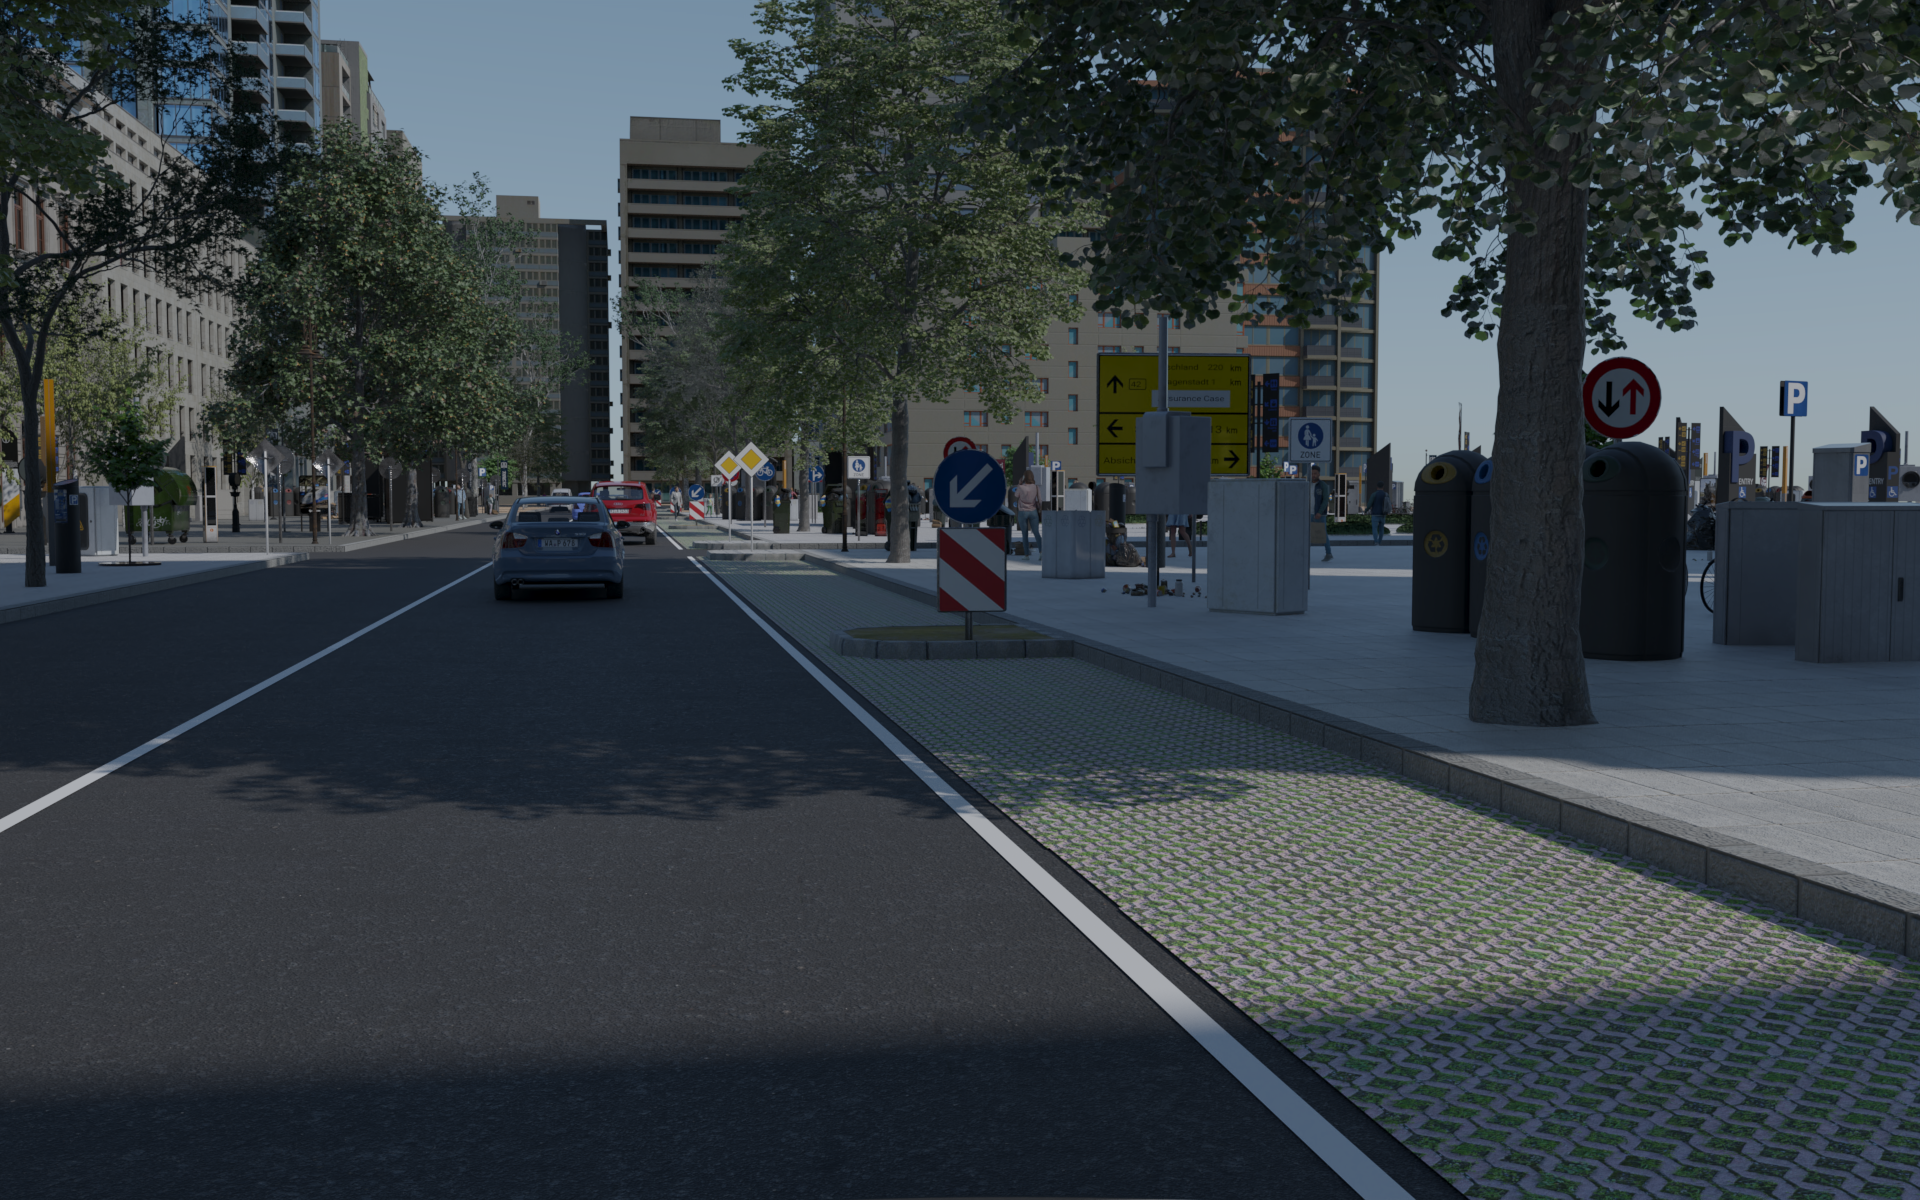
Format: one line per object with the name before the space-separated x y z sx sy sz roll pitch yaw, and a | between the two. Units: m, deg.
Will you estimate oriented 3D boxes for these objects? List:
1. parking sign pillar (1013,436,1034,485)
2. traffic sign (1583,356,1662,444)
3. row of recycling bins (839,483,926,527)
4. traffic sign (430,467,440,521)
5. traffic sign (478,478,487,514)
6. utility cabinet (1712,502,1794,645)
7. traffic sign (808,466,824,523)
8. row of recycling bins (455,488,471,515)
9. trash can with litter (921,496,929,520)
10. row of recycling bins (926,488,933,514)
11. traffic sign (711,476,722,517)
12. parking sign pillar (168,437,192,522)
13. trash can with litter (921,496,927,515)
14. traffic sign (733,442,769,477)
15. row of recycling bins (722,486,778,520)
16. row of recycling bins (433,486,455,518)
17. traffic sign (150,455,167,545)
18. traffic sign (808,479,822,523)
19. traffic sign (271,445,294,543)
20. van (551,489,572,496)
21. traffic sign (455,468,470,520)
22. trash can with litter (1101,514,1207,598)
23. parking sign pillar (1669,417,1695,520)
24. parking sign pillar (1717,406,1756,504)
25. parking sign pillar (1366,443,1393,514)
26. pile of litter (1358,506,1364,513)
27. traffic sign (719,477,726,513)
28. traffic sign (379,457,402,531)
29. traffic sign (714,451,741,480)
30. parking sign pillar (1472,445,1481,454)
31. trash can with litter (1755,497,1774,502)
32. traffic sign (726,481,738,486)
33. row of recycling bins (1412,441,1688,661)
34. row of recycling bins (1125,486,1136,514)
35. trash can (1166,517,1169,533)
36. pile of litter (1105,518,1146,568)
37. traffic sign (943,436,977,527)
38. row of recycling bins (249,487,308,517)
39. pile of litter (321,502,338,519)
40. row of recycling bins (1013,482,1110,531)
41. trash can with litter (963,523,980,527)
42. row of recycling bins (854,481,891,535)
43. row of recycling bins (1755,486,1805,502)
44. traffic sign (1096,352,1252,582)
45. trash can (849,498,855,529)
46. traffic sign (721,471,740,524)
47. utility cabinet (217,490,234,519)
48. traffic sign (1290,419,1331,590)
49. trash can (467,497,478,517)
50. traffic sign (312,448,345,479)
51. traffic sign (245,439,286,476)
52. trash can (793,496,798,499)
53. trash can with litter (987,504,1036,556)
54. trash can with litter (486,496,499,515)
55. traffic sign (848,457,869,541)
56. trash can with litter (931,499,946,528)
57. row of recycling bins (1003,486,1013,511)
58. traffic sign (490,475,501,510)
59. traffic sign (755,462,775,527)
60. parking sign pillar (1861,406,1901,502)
parking sign pillar | 2.948 -5.657 80.965 1.447 3.967 1.447 -2 4 -27
traffic sign | 6.115 -0.980 16.129 0.768 2.556 0.104 0 4 -2
row of recycling bins | -3.277 -3.697 67.560 3.534 1.692 1.069 -1 4 -14
traffic sign | -24.742 -4.959 81.187 0.768 2.556 0.104 0 4 -5
traffic sign | -31.103 -6.769 112.805 0.606 2.300 0.079 0 4 -5
utility cabinet | 7.000 -0.221 14.781 1.020 1.237 0.306 0 4 2
traffic sign | -6.327 -4.621 75.660 0.768 2.556 0.104 -1 4 -11
row of recycling bins | -32.434 -6.209 108.629 3.534 1.692 1.069 0 4 -5
trash can with litter | -1.578 -4.510 84.791 2.233 1.210 1.678 1 4 9
row of recycling bins | -2.293 -6.426 112.169 3.534 1.692 1.069 -2 4 -34
traffic sign | -13.337 -5.677 94.956 0.606 2.300 0.079 0 4 -5
parking sign pillar | -36.631 -5.640 80.694 1.447 3.967 1.447 1 4 9
trash can with litter | -2.419 -5.845 106.951 0.624 1.170 1.055 1 4 13
traffic sign | -4.596 -2.212 38.360 0.795 2.593 0.064 -1 4 -11
row of recycling bins | -10.448 -4.846 86.342 3.534 1.692 1.069 2 4 35
row of recycling bins | -29.535 -5.321 94.118 3.534 1.692 1.069 0 4 -4
traffic sign | -20.249 -2.645 43.345 0.768 2.556 0.104 -1 4 -9
traffic sign | -6.492 -4.654 76.100 0.884 2.594 0.081 0 4 -4
traffic sign | -17.779 -2.761 45.249 0.768 2.556 0.104 0 4 -7
van | -30.654 -7.715 133.148 2.013 2.044 4.112 -1 4 -10
traffic sign | -24.629 -5.238 85.749 0.768 2.556 0.104 0 4 -2
trash can with litter | 2.678 -0.699 22.491 1.678 1.210 2.233 1 4 11
parking sign pillar | 25.566 -4.441 61.078 1.447 3.967 1.447 2 4 35
parking sign pillar | 24.030 -3.981 53.560 1.447 3.967 1.447 -2 4 -30
parking sign pillar | 22.095 -6.284 91.221 1.447 3.967 1.447 3 5 39
pile of litter | 26.737 -6.341 117.643 1.719 0.858 1.176 2 4 26
traffic sign | -15.860 -6.998 114.527 0.768 2.556 0.104 0 4 -5
traffic sign | -19.619 -3.643 59.676 0.768 2.556 0.104 0 4 -5
traffic sign | -6.131 -2.692 46.196 0.795 2.593 0.064 -1 4 -11
parking sign pillar | 27.912 -6.528 95.208 1.447 3.967 1.447 0 4 4
trash can with litter | 30.454 -3.318 65.644 0.624 1.170 1.055 1 4 13
traffic sign | -14.760 -6.851 112.114 0.768 2.556 0.104 0 4 -6
row of recycling bins | 5.015 -0.481 14.977 1.069 1.692 3.534 -1 4 -12
row of recycling bins | 9.458 -5.296 93.701 1.069 1.692 3.534 1 4 15
trash can | 6.718 -2.819 57.751 0.748 1.137 0.748 0 3 0
pile of litter | 2.908 -1.036 30.909 1.176 0.858 1.719 -2 4 -26
traffic sign | 0.006 -2.332 38.235 0.768 2.556 0.104 0 4 -3
row of recycling bins | -38.917 -5.616 98.929 1.069 1.692 3.534 2 4 35
pile of litter | -32.289 -4.609 89.321 1.719 0.858 1.176 -1 4 -17
row of recycling bins | 3.724 -3.257 60.357 3.534 1.692 1.069 0 4 6
trash can with litter | 0.260 -2.190 47.198 0.624 1.170 1.055 2 4 24
row of recycling bins | -2.577 -2.970 55.679 1.069 1.692 3.534 -1 4 -11
row of recycling bins | 40.858 -4.851 86.424 1.069 1.692 3.534 -1 4 -9
traffic sign | 3.080 -1.906 25.043 2.265 3.308 0.079 0 4 -6
trash can | -3.736 -3.192 63.847 0.748 1.137 0.748 0 3 0
traffic sign | -9.749 -4.498 73.651 0.768 2.556 0.104 0 4 -2
utility cabinet | -37.064 -4.801 87.173 1.173 1.500 0.318 -1 4 -16
traffic sign | 4.671 -1.289 23.199 0.606 2.300 0.079 -1 4 -11
trash can | -27.545 -5.263 97.699 0.748 1.137 0.748 0 3 0
traffic sign | -16.140 -2.573 44.265 0.795 2.593 0.064 -1 4 -11
traffic sign | -14.605 -2.094 36.428 0.795 2.593 0.064 -1 4 -11
trash can | -10.326 -6.036 110.343 0.748 1.137 0.748 0 3 0
trash can with litter | 1.093 -1.535 36.489 1.055 1.170 0.624 2 4 24
trash can with litter | -29.085 -5.904 107.913 0.624 1.170 1.055 -3 5 -43
traffic sign | -2.762 -2.757 47.210 0.606 2.300 0.079 -1 4 -9
trash can with litter | -0.767 -3.321 65.686 0.624 1.170 1.055 0 4 8
row of recycling bins | 2.978 -4.400 79.052 3.534 1.692 1.069 0 4 2
traffic sign | -30.574 -6.974 114.130 0.768 2.556 0.104 -1 4 -9
traffic sign | -7.510 -4.071 66.669 0.768 2.556 0.104 -1 4 -9
parking sign pillar | 27.918 -3.922 52.596 1.447 3.967 1.447 0 4 -7
